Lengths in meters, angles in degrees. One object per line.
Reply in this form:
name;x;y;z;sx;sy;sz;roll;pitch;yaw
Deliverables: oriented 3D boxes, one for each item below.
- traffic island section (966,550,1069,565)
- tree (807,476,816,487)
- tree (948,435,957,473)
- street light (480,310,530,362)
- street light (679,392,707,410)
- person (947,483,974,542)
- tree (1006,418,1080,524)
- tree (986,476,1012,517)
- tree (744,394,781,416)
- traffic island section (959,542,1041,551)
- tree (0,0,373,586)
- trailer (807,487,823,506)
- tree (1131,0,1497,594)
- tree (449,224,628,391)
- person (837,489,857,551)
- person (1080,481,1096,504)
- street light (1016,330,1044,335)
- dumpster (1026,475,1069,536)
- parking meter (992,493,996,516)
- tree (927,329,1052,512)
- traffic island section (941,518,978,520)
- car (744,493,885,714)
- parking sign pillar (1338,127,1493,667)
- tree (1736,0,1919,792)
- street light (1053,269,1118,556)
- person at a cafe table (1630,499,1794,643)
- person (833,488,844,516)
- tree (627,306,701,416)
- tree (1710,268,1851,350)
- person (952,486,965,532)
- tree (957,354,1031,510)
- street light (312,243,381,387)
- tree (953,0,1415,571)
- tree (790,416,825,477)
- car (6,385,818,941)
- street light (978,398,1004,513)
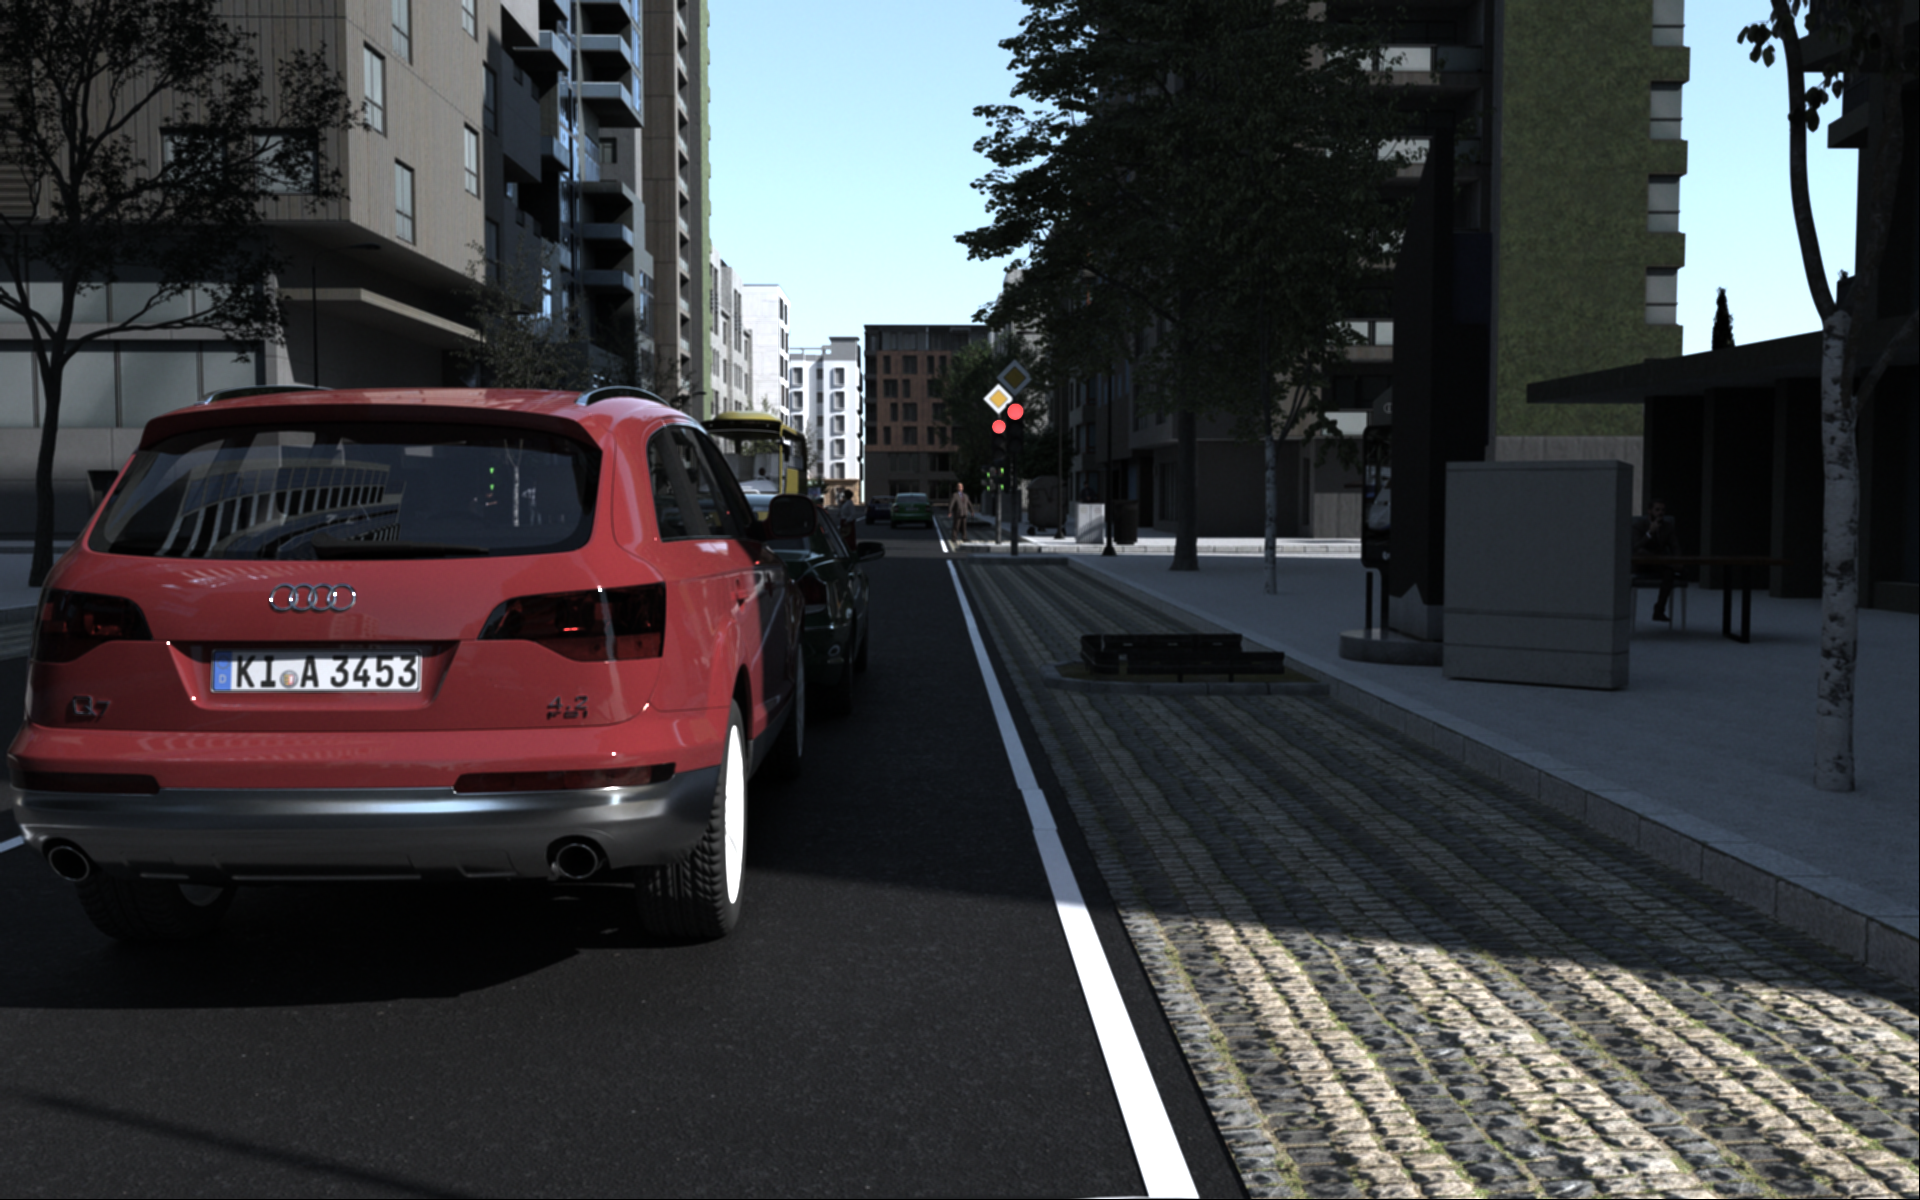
traffic island section;1.157;-0.850;36.172;2.009;0.180;2.903;0;4;-1
tree;-15.909;-11.821;187.879;1.663;3.219;1.824;0;3;0
tree;1.630;-11.242;134.175;4.737;8.622;4.395;0;3;0
street light;-11.558;-4.366;43.926;1.470;5.913;1.316;0;4;-1
street light;-12.208;-6.498;78.786;1.470;5.913;1.316;0;4;-1
person;0.043;-2.607;51.679;0.990;1.755;0.434;-2;4;-34
tree;3.603;-5.582;74.985;4.285;4.588;4.351;0;3;0
tree;2.190;-6.390;99.078;1.663;3.219;1.824;0;3;0
tree;-14.849;-10.783;126.661;4.737;8.622;4.395;0;3;0
traffic island section;0.998;-1.338;44.155;2.009;0.180;2.903;0;4;-1
tree;-12.430;-5.457;23.637;7.601;10.594;8.767;1;4;11
trailer;-11.919;-8.129;139.950;1.471;1.999;3.904;0;4;1
tree;4.171;-4.370;21.811;4.737;8.622;4.395;0;3;0
tree;-12.299;-5.989;48.280;4.360;8.622;3.978;0;3;0
person;-2.210;-1.422;34.221;0.387;1.526;0.523;-1;4;-23
person;4.879;-3.607;65.468;0.683;1.767;0.568;0;4;7
street light;2.297;-4.693;49.273;1.470;5.913;1.316;0;4;-1
dumpster;2.720;-2.939;53.819;1.264;1.857;1.865;0;4;-1
parking meter;2.063;-5.638;100.591;0.372;1.533;0.369;0;3;0
tree;2.235;-11.165;108.307;9.928;11.665;9.643;0;3;0
traffic island section;-0.049;-4.466;95.883;1.991;0.108;1.994;0;4;-1
car;-1.629;-0.054;12.675;2.131;1.459;4.920;0;4;-1
parking sign pillar;3.704;-1.528;13.452;1.447;3.967;1.447;0;4;1
tree;3.743;-3.467;7.045;4.360;8.622;3.978;0;3;0
street light;2.563;-3.872;35.842;1.470;5.913;1.316;0;4;-1
person at a cafe table;6.404;-0.295;15.680;1.698;1.238;1.726;1;4;12
person;-7.736;-6.242;110.701;0.875;1.805;0.789;2;4;33
tree;-12.547;-7.157;67.382;4.360;8.622;3.978;0;3;0
tree;53.369;-12.651;108.664;13.155;14.587;18.604;-3;5;-43
person;-0.009;-3.387;64.564;0.565;1.739;0.600;-1;4;-10
tree;2.744;-8.555;90.240;4.737;8.622;4.395;0;3;0
street light;-11.401;-3.646;32.150;1.470;5.913;1.316;0;4;-1
tree;3.742;-6.793;29.187;7.486;12.596;7.792;0;3;0
tree;-14.915;-13.095;164.466;4.360;8.622;3.978;0;3;0
car;-1.765;0.095;7.116;2.281;1.827;5.304;0;4;-1
street light;1.591;-6.834;84.277;1.470;5.913;1.316;0;4;-1
